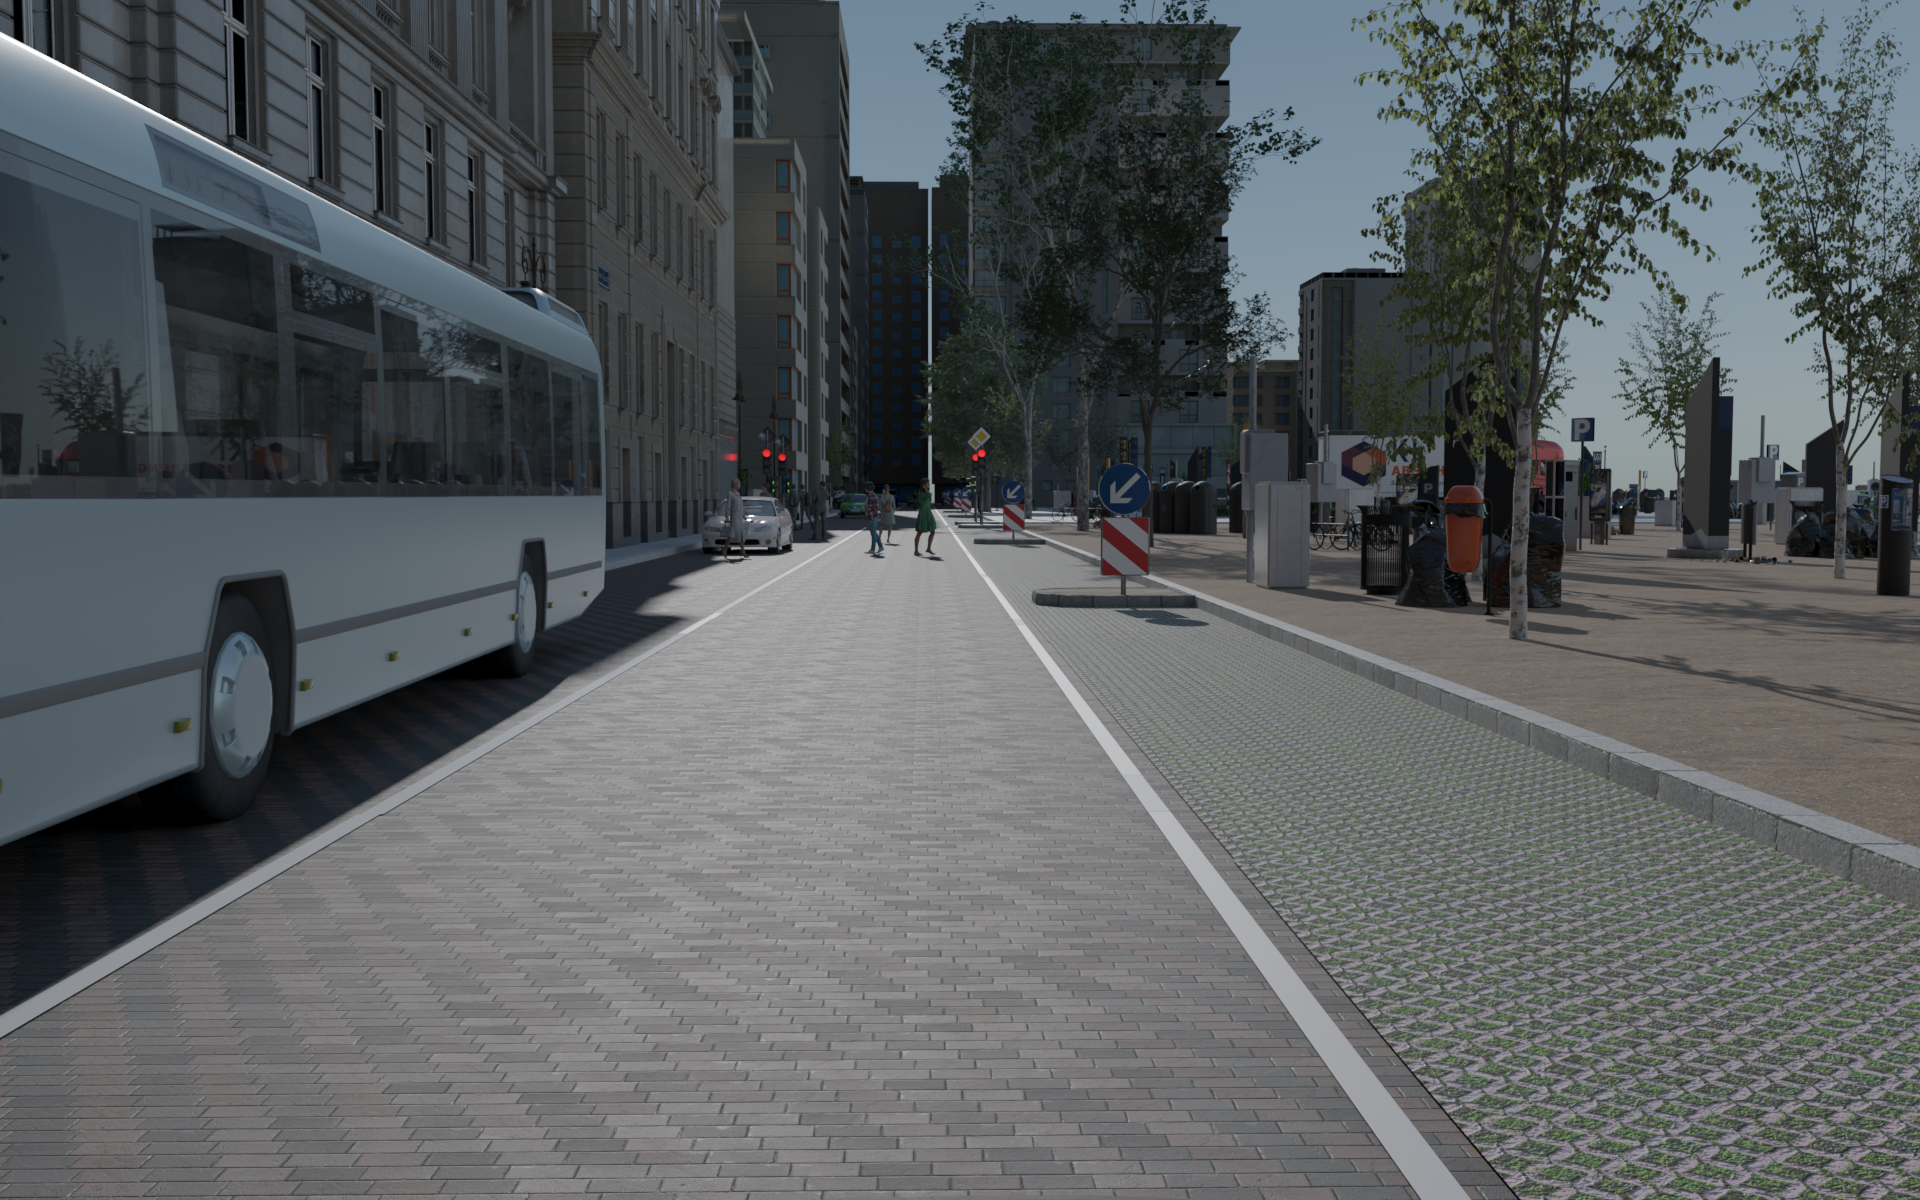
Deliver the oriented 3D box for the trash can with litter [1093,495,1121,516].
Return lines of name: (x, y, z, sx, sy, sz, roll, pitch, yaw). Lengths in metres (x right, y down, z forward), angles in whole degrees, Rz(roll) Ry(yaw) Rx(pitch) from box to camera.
trash can with litter: (8.511, -5.601, 102.629, 2.233, 1.210, 1.678, 0, 4, 7)

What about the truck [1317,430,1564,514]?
truck: (21.830, -5.415, 77.453, 11.283, 4.237, 2.839, 0, 4, 1)

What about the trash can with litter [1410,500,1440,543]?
trash can with litter: (9.108, -1.359, 33.602, 0.624, 1.170, 1.055, 3, 5, 43)

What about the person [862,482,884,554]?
person: (-2.083, -1.977, 41.655, 0.643, 1.720, 0.563, -1, 4, -18)

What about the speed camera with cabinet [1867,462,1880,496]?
speed camera with cabinet: (54.935, -6.797, 105.471, 2.038, 3.252, 0.660, 1, 4, 13)

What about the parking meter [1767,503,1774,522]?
parking meter: (37.901, -4.604, 80.981, 0.255, 1.863, 0.399, 3, 5, 40)

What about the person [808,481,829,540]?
person: (-4.431, -2.808, 54.222, 0.655, 1.846, 0.447, -2, 4, -32)

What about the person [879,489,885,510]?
person: (-5.202, -6.685, 118.292, 0.782, 1.767, 0.515, 2, 4, 28)

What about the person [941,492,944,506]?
person: (-1.985, -11.372, 195.364, 0.436, 1.711, 0.756, 0, 4, 6)

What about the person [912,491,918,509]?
person: (-4.206, -9.446, 163.765, 0.721, 1.723, 1.217, 2, 4, 33)

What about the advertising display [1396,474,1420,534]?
advertising display: (14.353, -3.048, 55.046, 0.974, 1.923, 0.123, 0, 4, 5)

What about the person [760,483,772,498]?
person: (-6.512, -2.956, 57.169, 0.599, 1.781, 0.374, 1, 4, 22)

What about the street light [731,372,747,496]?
street light: (-8.351, -5.684, 65.721, 0.468, 5.910, 1.993, 0, 4, -1)

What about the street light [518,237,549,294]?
street light: (-7.676, -3.583, 31.364, 0.468, 5.910, 1.993, 0, 4, -1)

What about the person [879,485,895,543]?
person: (-2.140, -2.518, 50.680, 0.512, 1.701, 0.522, -1, 4, -14)

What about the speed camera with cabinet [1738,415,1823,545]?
speed camera with cabinet: (20.762, -3.026, 43.806, 2.038, 3.252, 0.660, -1, 4, -11)

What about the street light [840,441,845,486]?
street light: (-10.035, -10.763, 148.762, 0.468, 5.910, 1.993, 0, 4, -1)

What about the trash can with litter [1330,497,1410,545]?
trash can with litter: (10.664, -2.037, 44.369, 1.678, 1.210, 2.233, 2, 4, 29)

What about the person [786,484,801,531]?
person: (-6.508, -3.614, 67.684, 0.679, 1.850, 0.850, 3, 5, 43)

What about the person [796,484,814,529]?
person: (-6.354, -3.804, 70.656, 0.622, 1.834, 0.822, -3, 4, -38)

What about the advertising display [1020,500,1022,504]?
advertising display: (4.970, -8.338, 141.542, 0.123, 1.923, 0.974, 0, 4, -3)

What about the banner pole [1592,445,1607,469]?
banner pole: (32.962, -6.066, 89.199, 0.863, 3.779, 0.401, 0, 4, 1)

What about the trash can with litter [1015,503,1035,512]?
trash can with litter: (4.355, -7.027, 125.942, 2.233, 1.210, 1.678, 0, 4, 2)

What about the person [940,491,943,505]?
person: (-2.154, -12.906, 219.647, 1.348, 1.807, 0.705, -3, 5, -44)

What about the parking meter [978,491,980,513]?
parking meter: (1.410, -6.831, 120.095, 0.372, 1.533, 0.369, 0, 3, 0)

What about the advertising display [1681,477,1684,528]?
advertising display: (27.631, -3.671, 65.231, 0.974, 1.923, 0.123, 1, 4, 21)

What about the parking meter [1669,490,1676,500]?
parking meter: (44.113, -6.043, 107.222, 0.372, 1.533, 0.369, 0, 3, 0)

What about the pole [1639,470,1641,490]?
pole: (57.748, -9.377, 147.156, 0.158, 3.312, 0.155, 0, 3, 0)

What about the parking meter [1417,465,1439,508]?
parking meter: (9.413, -1.782, 34.845, 0.399, 1.863, 0.255, 1, 4, 22)

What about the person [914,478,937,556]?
person: (-0.819, -1.929, 40.290, 0.529, 1.795, 0.600, 1, 4, 15)

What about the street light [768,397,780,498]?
street light: (-8.645, -6.597, 80.646, 0.468, 5.910, 1.993, 0, 4, -1)

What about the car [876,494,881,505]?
car: (-7.694, -9.365, 161.919, 1.959, 1.807, 4.718, 0, 4, -1)

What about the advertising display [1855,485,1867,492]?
advertising display: (63.455, -7.132, 121.819, 0.974, 1.923, 0.123, 0, 4, -2)

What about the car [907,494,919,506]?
car: (-5.545, -12.466, 212.609, 1.959, 1.807, 4.718, 0, 3, 0)

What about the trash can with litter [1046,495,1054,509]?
trash can with litter: (7.740, -8.269, 146.251, 1.678, 1.210, 2.233, 2, 4, 28)

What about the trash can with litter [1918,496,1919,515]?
trash can with litter: (63.315, -6.280, 113.736, 1.678, 1.210, 2.233, -1, 4, -15)

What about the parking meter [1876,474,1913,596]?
parking meter: (11.835, -0.826, 21.923, 0.372, 1.533, 0.369, 0, 3, 0)

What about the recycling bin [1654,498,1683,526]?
recycling bin: (28.217, -3.459, 69.111, 0.722, 1.027, 0.722, -3, 5, -44)

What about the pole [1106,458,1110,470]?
pole: (8.407, -6.389, 98.302, 0.158, 3.312, 0.155, 0, 3, 0)

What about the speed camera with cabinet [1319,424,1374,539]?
speed camera with cabinet: (10.888, -3.379, 49.581, 2.038, 3.252, 0.660, -2, 4, -27)

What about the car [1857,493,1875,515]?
car: (40.162, -4.280, 78.767, 4.718, 1.807, 1.959, 0, 4, -2)

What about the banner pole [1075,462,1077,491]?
banner pole: (9.030, -8.797, 133.854, 0.401, 3.779, 0.863, 1, 4, 21)

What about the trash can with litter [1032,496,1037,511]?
trash can with litter: (5.638, -7.418, 132.671, 0.624, 1.170, 1.055, -1, 4, -20)

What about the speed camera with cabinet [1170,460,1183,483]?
speed camera with cabinet: (13.433, -6.579, 101.906, 2.038, 3.252, 0.660, 1, 4, 17)

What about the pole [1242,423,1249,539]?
pole: (8.239, -3.428, 49.892, 0.158, 3.312, 0.155, 0, 3, 0)

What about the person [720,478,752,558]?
person: (-5.054, -1.839, 38.915, 0.624, 1.780, 0.694, 3, 4, 38)

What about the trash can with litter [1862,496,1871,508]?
trash can with litter: (69.018, -7.292, 130.282, 1.678, 1.210, 2.233, -1, 4, -21)

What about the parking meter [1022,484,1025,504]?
parking meter: (3.891, -5.926, 102.609, 0.399, 1.863, 0.255, -1, 4, -15)

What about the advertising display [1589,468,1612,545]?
advertising display: (16.203, -2.363, 43.853, 0.123, 1.923, 0.974, 0, 4, -5)

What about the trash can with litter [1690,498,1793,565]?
trash can with litter: (14.717, -1.306, 32.415, 1.678, 1.210, 2.233, 1, 4, 14)

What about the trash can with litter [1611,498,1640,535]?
trash can with litter: (20.627, -2.612, 54.095, 1.055, 1.170, 0.624, 0, 4, -5)

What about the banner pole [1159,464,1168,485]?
banner pole: (16.877, -9.359, 143.036, 0.863, 3.779, 0.401, 1, 4, 15)

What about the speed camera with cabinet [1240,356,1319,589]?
speed camera with cabinet: (4.404, -1.828, 24.217, 0.660, 3.252, 2.038, 0, 4, -1)

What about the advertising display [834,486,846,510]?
advertising display: (-9.859, -8.362, 141.940, 0.974, 1.923, 0.123, 0, 4, 3)

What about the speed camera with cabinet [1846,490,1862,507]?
speed camera with cabinet: (37.028, -4.852, 73.659, 2.038, 3.252, 0.660, 0, 4, 1)
